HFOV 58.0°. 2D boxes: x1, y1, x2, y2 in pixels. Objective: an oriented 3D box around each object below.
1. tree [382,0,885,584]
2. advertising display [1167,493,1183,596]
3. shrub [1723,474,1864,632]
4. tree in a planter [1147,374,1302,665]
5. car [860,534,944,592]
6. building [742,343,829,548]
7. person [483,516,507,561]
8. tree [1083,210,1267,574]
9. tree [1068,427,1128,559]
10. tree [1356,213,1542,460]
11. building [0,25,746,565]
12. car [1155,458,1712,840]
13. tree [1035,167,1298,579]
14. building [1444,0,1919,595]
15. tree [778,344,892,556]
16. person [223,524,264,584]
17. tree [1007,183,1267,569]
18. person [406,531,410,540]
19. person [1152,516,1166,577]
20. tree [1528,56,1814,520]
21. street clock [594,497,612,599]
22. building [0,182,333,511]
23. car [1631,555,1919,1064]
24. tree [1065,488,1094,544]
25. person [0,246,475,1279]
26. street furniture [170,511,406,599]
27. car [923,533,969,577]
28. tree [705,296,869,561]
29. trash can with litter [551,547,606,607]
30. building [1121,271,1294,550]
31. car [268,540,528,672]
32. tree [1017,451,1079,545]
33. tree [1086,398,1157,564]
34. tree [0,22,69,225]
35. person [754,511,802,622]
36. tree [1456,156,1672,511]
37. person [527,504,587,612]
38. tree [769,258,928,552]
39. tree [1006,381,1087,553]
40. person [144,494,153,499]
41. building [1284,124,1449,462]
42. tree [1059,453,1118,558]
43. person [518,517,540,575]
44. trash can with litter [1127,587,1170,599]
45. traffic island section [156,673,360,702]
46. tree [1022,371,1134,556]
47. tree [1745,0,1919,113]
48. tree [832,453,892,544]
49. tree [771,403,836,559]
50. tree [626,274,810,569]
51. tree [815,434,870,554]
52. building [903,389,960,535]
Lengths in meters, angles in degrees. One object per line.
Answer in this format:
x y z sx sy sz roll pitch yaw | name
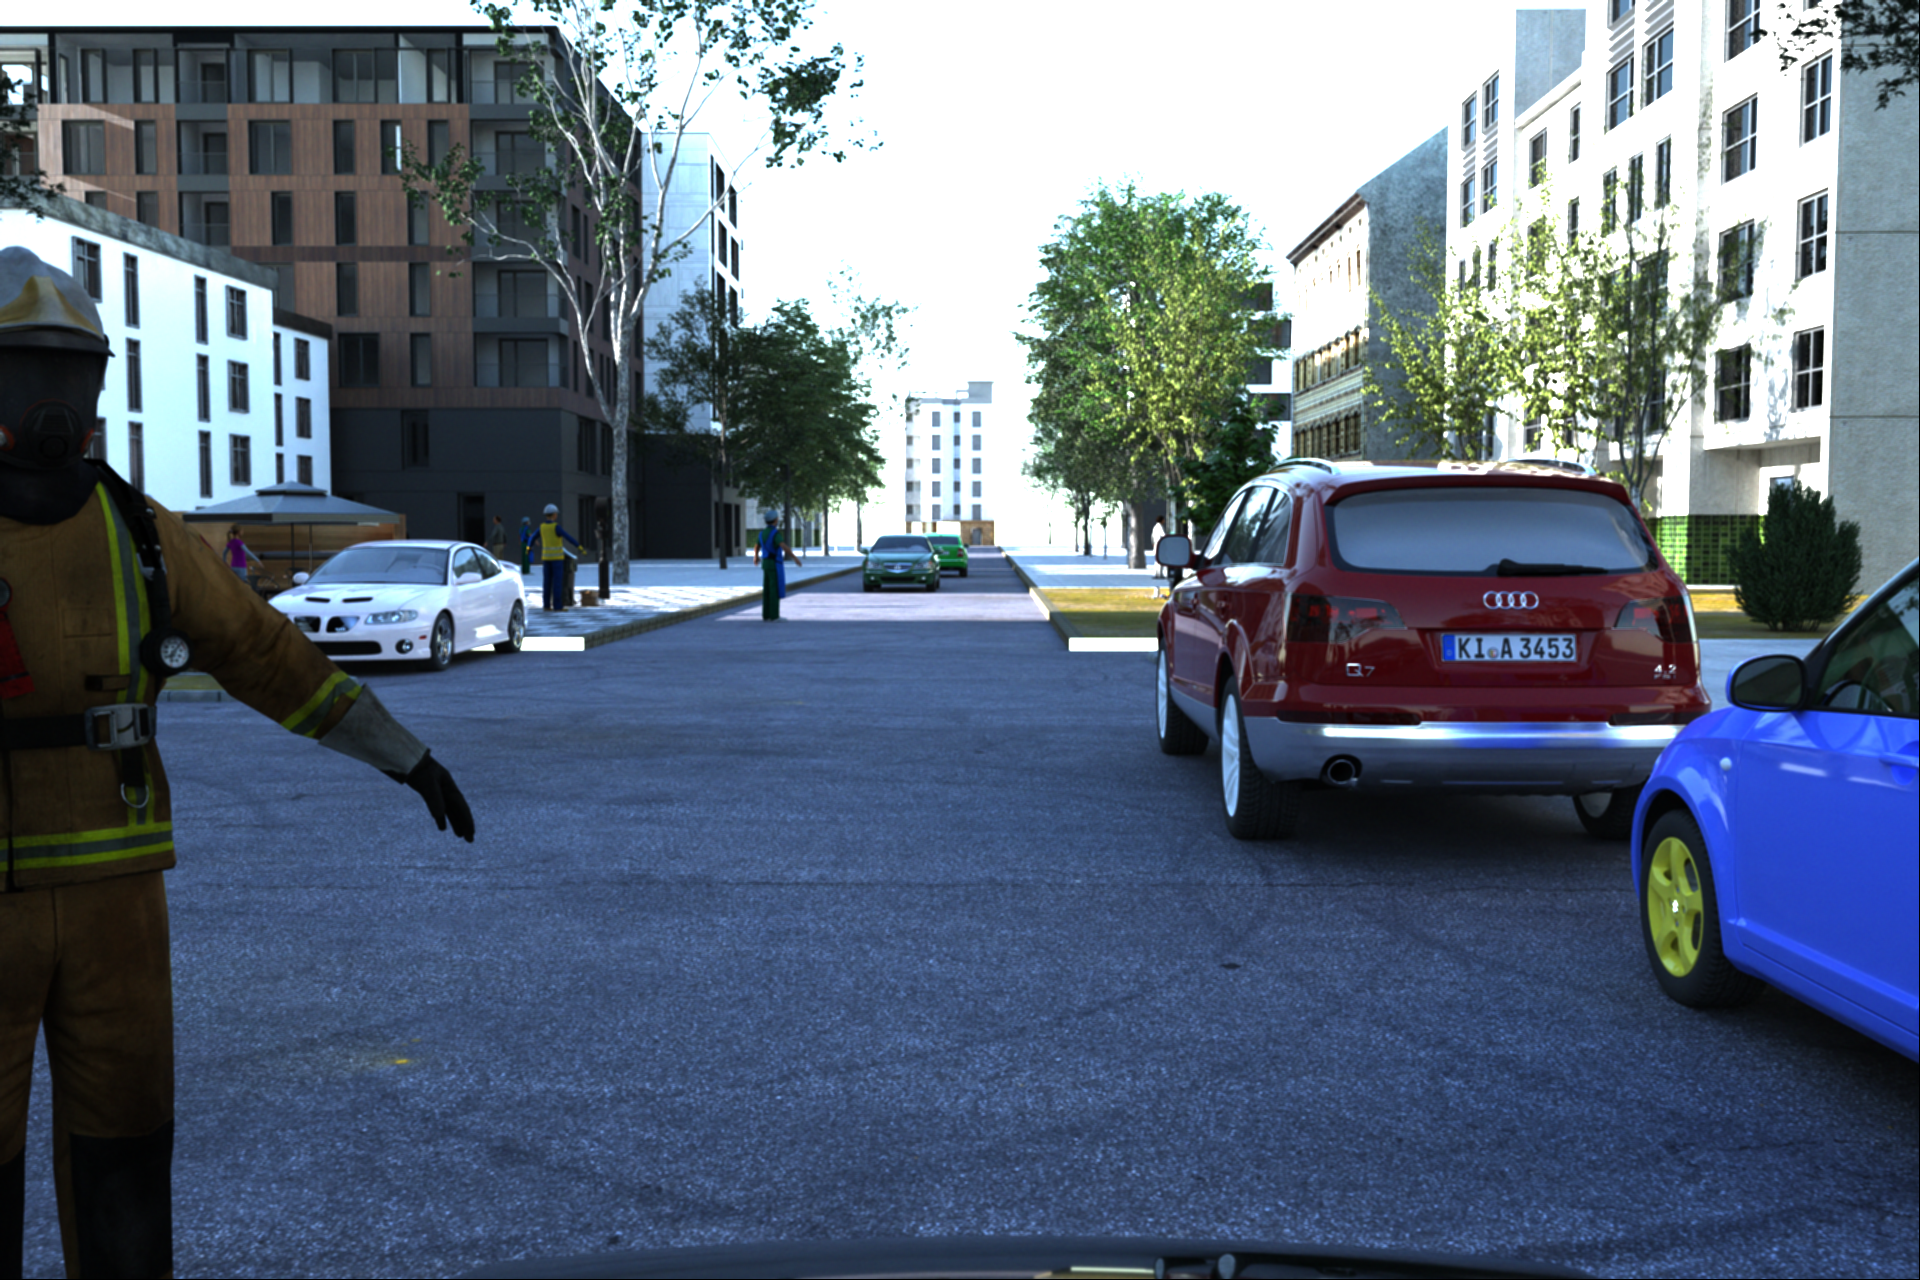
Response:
-8.337 -11.575 45.148 12.611 20.169 13.585 0 3 0 | tree
3.147 -1.231 25.334 0.123 1.923 0.974 0 4 1 | advertising display
11.028 -1.155 22.923 1.661 2.075 1.752 0 3 0 | shrub
3.134 -1.356 19.389 1.991 3.239 1.994 0 3 0 | tree in a planter
-1.468 -1.999 44.483 2.131 1.459 4.920 0 4 1 | car
-23.161 -18.756 173.118 16.747 18.905 31.486 0 4 2 | building
-13.117 -2.618 49.080 0.705 1.796 1.348 1 4 10 | person
4.984 -5.396 38.593 4.737 8.622 4.395 0 3 0 | tree
7.457 -8.422 88.066 4.360 8.622 3.978 0 3 0 | tree
11.226 -5.427 39.093 4.737 8.622 4.395 0 3 0 | tree
-26.667 -14.819 86.271 27.936 21.610 32.646 0 3 0 | building
2.293 -0.060 9.654 2.281 1.827 5.304 0 4 1 | car
6.006 -7.559 49.353 9.928 11.665 9.643 0 3 0 | tree
26.833 -11.301 51.225 16.747 18.905 31.486 0 4 1 | building
-7.929 -11.289 102.705 7.486 12.596 7.792 0 3 0 | tree
-10.959 -1.050 26.436 0.991 1.433 0.599 2 4 34 | person
6.607 -9.586 63.391 9.857 13.997 8.962 0 3 0 | tree
-17.962 -3.026 55.407 0.705 1.837 1.347 1 4 17 | person
5.779 -2.666 49.781 0.705 1.806 1.347 -1 4 -16 | person
10.623 -4.730 27.706 4.360 8.622 3.978 0 3 0 | tree
-7.019 -1.807 34.109 0.358 2.002 0.471 0 4 0 | street clock
-26.336 -6.941 55.633 9.099 9.664 28.070 0 4 2 | building
2.985 0.332 4.159 1.945 1.707 3.694 0 4 1 | car
15.284 -16.394 218.396 4.737 8.622 4.395 0 3 0 | tree
-1.390 0.343 2.612 0.705 1.858 1.354 3 5 44 | person
-15.685 -1.887 37.702 11.010 1.723 9.812 -1 4 -13 | street furniture
-0.647 -3.062 58.862 1.959 1.807 4.718 0 4 0 | car
-8.192 -10.055 82.528 7.486 12.596 7.792 0 3 0 | tree
-6.832 -1.183 30.721 1.055 1.170 0.624 0 4 2 | trash can with litter
27.899 -18.784 151.087 27.936 21.610 32.646 0 4 1 | building
-6.276 -0.441 19.580 2.083 1.381 4.827 0 4 1 | car
10.903 -17.472 211.415 9.928 11.665 9.643 0 3 0 | tree
7.134 -7.505 73.064 4.737 8.622 4.395 0 3 0 | tree
-12.619 -5.006 16.263 8.767 10.594 7.601 0 4 -7 | tree
-3.046 -1.209 28.346 0.704 1.817 1.347 -3 4 -38 | person
11.839 -5.100 33.746 4.737 8.622 4.395 0 3 0 | tree
-6.700 -1.359 28.691 1.216 1.772 0.721 2 4 26 | person
-8.290 -16.271 121.912 12.611 20.169 13.585 0 3 0 | tree
8.249 -12.865 120.719 12.009 13.543 11.850 0 3 0 | tree
-11.417 -1.127 24.279 0.705 1.847 1.347 0 4 7 | person
27.226 -15.546 85.112 19.493 23.208 18.063 0 4 1 | building
7.267 -8.836 94.832 4.737 8.622 4.395 0 3 0 | tree
-13.609 -2.957 54.470 0.704 1.817 1.347 -3 4 -39 | person
4.196 -1.407 34.066 1.678 1.210 2.233 0 4 0 | trash can with litter
-6.642 0.432 15.802 1.991 0.108 1.994 0 4 1 | traffic island section
7.579 -10.893 103.862 9.928 11.665 9.643 0 3 0 | tree
8.924 -4.657 10.560 7.601 10.594 8.767 -2 4 -25 | tree
-12.331 -17.610 213.678 9.928 11.665 9.643 0 3 0 | tree
-8.185 -8.561 90.340 4.737 8.622 4.395 0 3 0 | tree
-8.979 -7.873 63.142 7.601 10.594 8.767 -3 4 -38 | tree
-8.047 -9.848 111.385 4.360 8.622 3.978 0 3 0 | tree
-6.759 -21.945 217.674 11.380 20.090 16.016 0 4 5 | building
